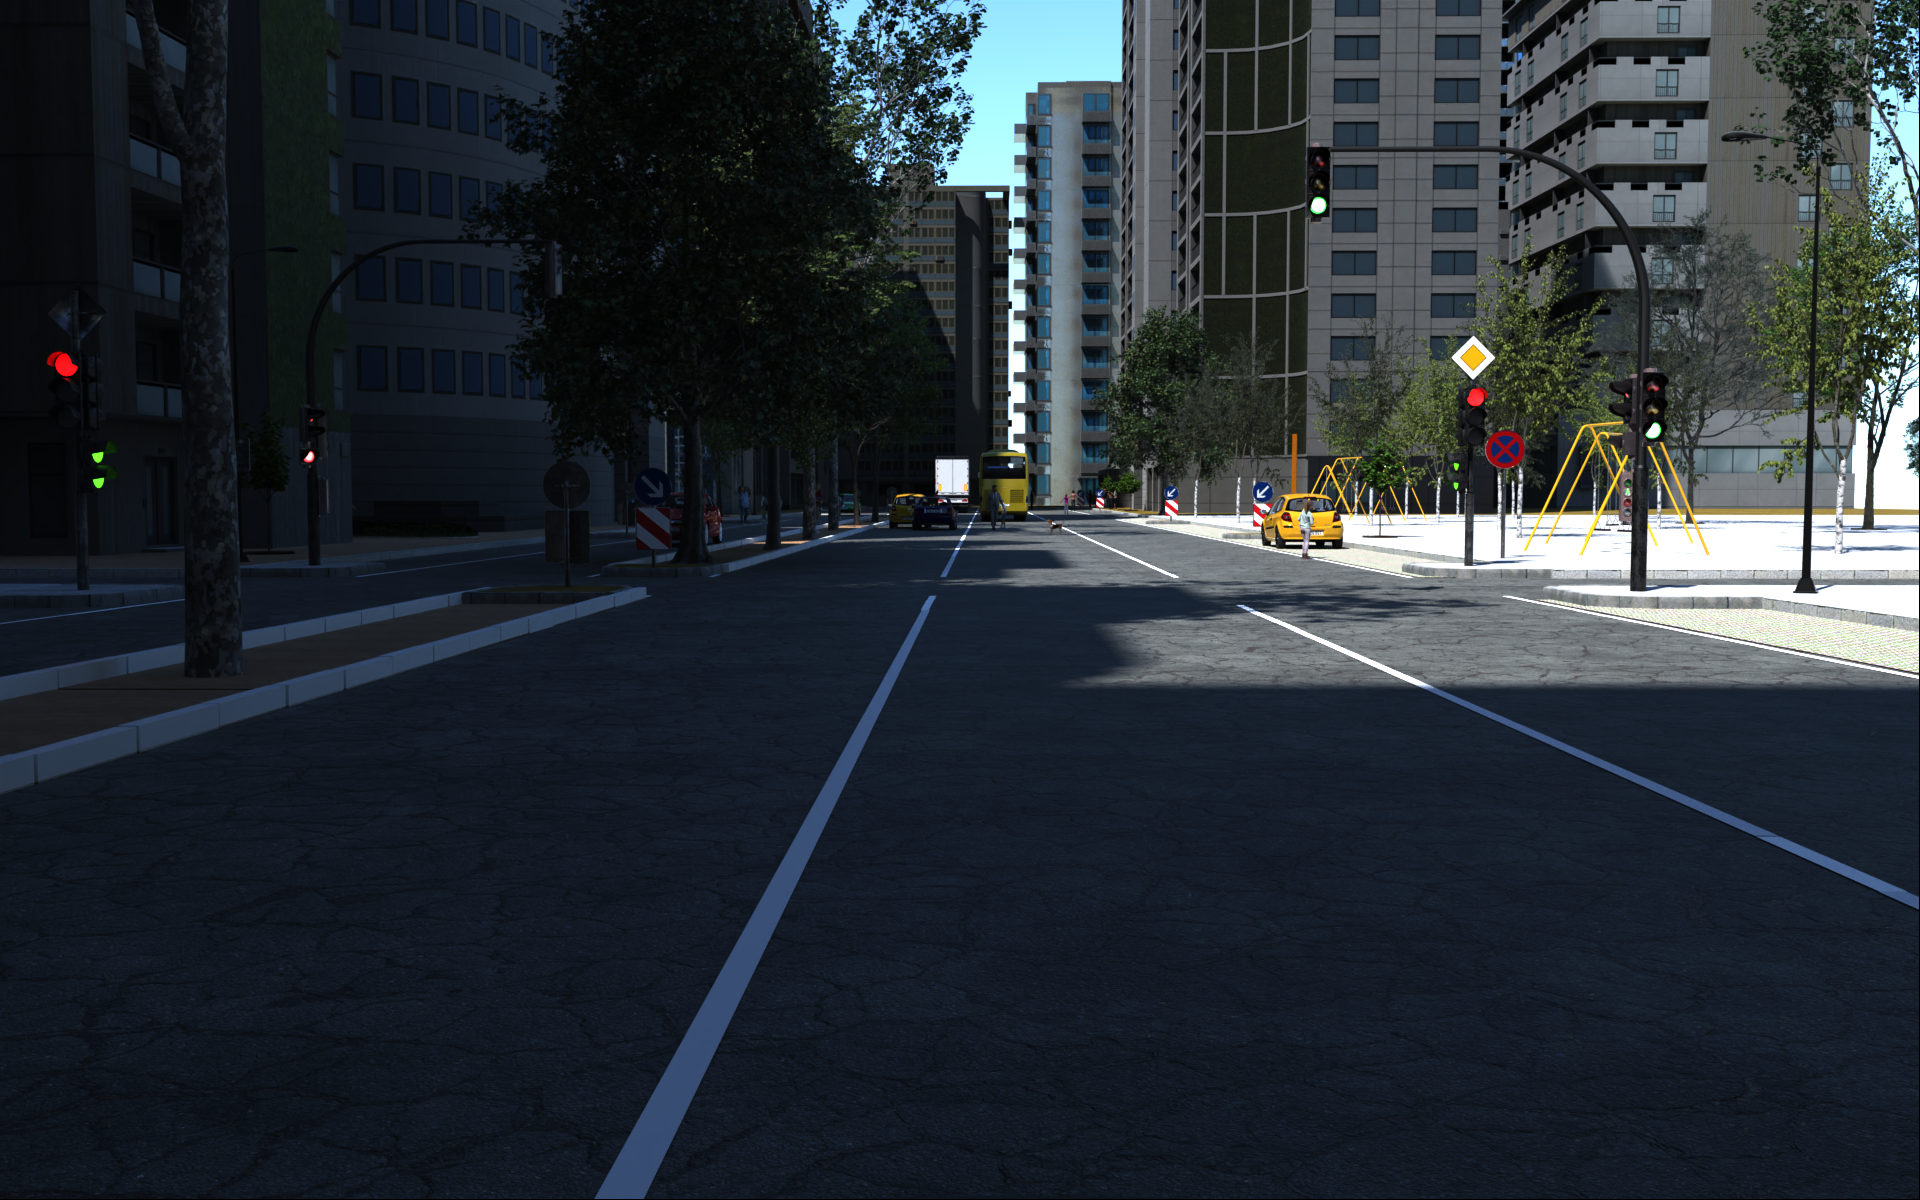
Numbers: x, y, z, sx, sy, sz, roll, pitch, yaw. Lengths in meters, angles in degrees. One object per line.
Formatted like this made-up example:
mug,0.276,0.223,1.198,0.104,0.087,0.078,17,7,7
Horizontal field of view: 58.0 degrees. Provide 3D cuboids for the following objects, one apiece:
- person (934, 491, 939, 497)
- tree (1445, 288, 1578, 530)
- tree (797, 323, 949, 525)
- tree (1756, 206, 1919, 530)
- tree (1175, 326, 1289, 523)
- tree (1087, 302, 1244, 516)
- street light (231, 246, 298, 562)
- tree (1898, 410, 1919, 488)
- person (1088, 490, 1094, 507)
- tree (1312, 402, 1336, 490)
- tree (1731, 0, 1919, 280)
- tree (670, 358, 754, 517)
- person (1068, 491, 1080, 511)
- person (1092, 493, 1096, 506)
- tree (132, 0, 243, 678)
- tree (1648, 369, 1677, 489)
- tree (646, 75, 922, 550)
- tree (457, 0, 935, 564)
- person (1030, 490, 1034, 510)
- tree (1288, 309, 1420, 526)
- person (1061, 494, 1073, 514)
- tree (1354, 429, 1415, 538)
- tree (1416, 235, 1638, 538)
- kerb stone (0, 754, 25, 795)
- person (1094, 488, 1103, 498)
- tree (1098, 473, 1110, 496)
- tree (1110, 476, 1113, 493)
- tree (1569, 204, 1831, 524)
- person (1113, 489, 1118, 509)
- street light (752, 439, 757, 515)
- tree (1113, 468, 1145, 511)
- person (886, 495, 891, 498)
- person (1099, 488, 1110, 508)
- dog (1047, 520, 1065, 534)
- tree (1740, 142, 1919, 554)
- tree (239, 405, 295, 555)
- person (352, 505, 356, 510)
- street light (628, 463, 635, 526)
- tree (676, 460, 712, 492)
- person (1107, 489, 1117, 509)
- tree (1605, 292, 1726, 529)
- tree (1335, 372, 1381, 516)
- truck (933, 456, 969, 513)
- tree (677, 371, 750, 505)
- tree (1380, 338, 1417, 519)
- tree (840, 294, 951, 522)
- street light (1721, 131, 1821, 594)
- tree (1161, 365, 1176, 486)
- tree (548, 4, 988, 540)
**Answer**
person,-1.523,-6.368,114.078,0.415,1.643,0.593,-1,4,-9
tree,19.478,-6.814,61.774,4.360,8.622,3.978,0,3,0
tree,-4.654,-8.673,78.676,8.767,10.594,7.601,0,4,1
tree,32.861,-8.329,61.936,9.928,11.665,9.643,0,3,0
tree,12.197,-7.704,76.329,4.360,8.622,3.978,0,3,0
tree,12.383,-11.408,103.531,9.611,12.733,9.660,0,3,0
street light,-13.063,-3.669,32.533,1.470,5.913,1.316,0,4,1
tree,59.775,-7.789,90.253,20.602,7.101,11.467,-2,4,-24
person,13.422,-10.429,177.267,0.721,1.735,1.217,-1,4,-21
tree,22.999,-9.218,101.081,4.737,8.622,4.395,0,3,0
tree,28.545,-11.835,49.384,12.611,20.169,13.585,0,3,0
tree,-13.856,-10.548,98.219,9.928,11.665,9.643,0,3,0
person,9.590,-8.427,146.984,1.217,1.736,0.721,-1,4,-12
person,14.232,-10.621,182.958,1.065,1.426,0.557,-1,4,-17
tree,-7.070,-9.513,13.886,12.611,20.169,13.585,0,3,0
tree,35.176,-8.475,88.936,4.737,8.622,4.395,0,3,0
tree,-4.864,-7.564,44.260,7.486,12.596,7.792,0,3,0
tree,-5.388,-7.050,34.732,9.611,12.733,9.660,0,3,0
person,6.686,-9.292,160.556,0.705,1.807,1.348,0,4,-5
tree,16.222,-7.255,68.975,4.360,8.622,3.978,0,3,0
person,7.597,-6.829,123.372,0.991,1.433,0.599,2,4,26
tree,12.533,-3.451,51.025,1.663,3.219,1.824,0,3,0
tree,16.528,-6.113,50.311,4.737,8.622,4.395,0,3,0
kerb stone,-4.633,0.866,8.042,0.120,0.150,1.000,0,4,1
person,13.309,-9.848,167.025,0.705,1.831,1.348,3,5,45
tree,13.268,-9.906,156.569,1.663,3.219,1.824,0,3,0
tree,13.121,-8.819,138.785,1.663,3.219,1.824,0,3,0
tree,31.499,-10.037,74.470,12.009,13.543,11.850,0,3,0
person,13.642,-8.834,151.261,0.721,1.735,1.217,1,4,13
street light,-11.993,-8.121,105.316,1.470,5.913,1.316,0,4,1
tree,12.979,-8.456,132.862,1.663,3.219,1.824,0,3,0
person,-7.201,-10.233,176.346,0.617,1.759,0.750,0,4,0
person,12.951,-9.083,154.567,0.705,1.822,1.348,-3,5,-43
dog,3.471,-2.654,62.683,0.406,0.507,0.540,3,5,43
tree,18.987,-5.314,37.249,4.737,8.622,4.395,0,3,0
tree,-14.796,-2.603,37.156,1.663,3.219,1.824,0,3,0
person,-17.089,-2.522,47.949,0.731,1.740,0.598,-3,5,-43
street light,-12.564,-5.885,68.760,1.470,5.913,1.316,0,4,1
tree,-13.207,-5.575,85.757,1.663,3.219,1.824,0,3,0
person,12.869,-8.571,146.903,0.721,1.735,1.217,-3,4,-36
tree,25.326,-6.855,62.449,4.360,8.622,3.978,0,3,0
tree,22.736,-8.467,88.804,4.737,8.622,4.395,0,3,0
truck,-0.648,-8.806,132.897,2.839,4.237,11.283,0,4,-1
tree,-12.691,-8.606,91.070,4.737,8.622,4.395,0,3,0
tree,21.388,-7.768,77.368,4.737,8.622,4.395,0,3,0
tree,-4.221,-9.763,87.844,9.928,11.665,9.643,0,3,0
street light,10.445,-3.045,22.330,1.470,5.913,1.316,0,4,1
tree,12.673,-8.718,92.901,4.360,8.622,3.978,0,3,0
tree,-5.921,-11.999,54.522,12.611,20.169,13.585,0,3,0
